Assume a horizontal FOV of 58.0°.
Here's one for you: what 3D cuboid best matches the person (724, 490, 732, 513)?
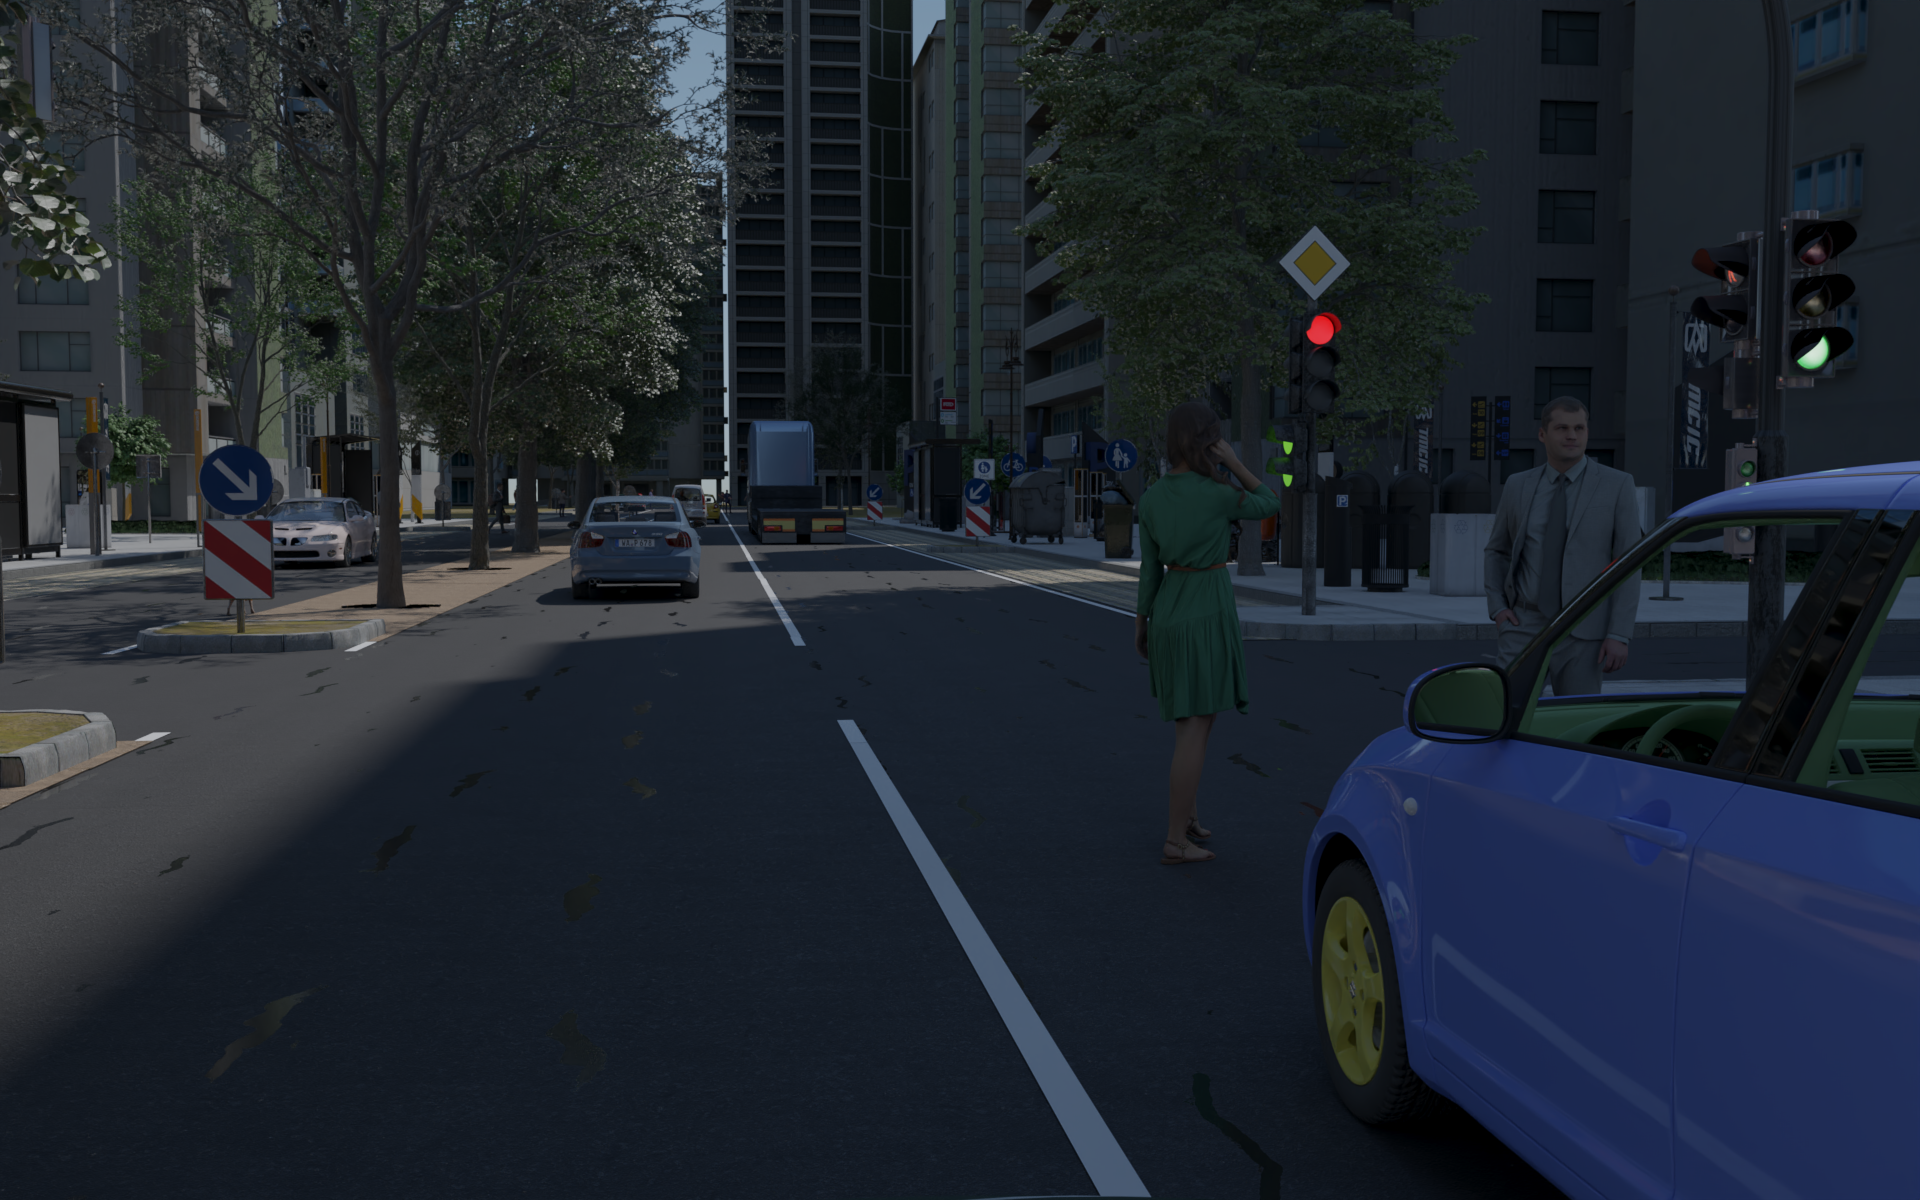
[{"bbox_3d":[-17.076,-7.277,127.928,0.568,1.767,0.683,3,5,44],"label":"person"}]

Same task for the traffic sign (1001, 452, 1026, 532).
[{"bbox_3d":[1.623,-3.237,53.024,0.768,2.556,0.104,0,4,-4],"label":"traffic sign"}]

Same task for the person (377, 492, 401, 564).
[{"bbox_3d":[-11.660,-1.637,35.439,0.511,1.800,0.466,2,4,24],"label":"person"}]

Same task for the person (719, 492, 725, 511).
[{"bbox_3d":[-20.176,-8.366,146.760,0.593,1.643,0.415,-1,4,-14],"label":"person"}]

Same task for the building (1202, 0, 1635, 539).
[{"bbox_3d":[15.033,-17.380,55.865,14.160,30.474,14.107,-1,4,-8],"label":"building"}]

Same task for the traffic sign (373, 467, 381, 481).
[{"bbox_3d":[-23.275,-4.281,69.993,0.884,2.594,0.081,0,4,-1],"label":"traffic sign"}]

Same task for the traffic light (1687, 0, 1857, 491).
[{"bbox_3d":[2.751,-2.155,9.901,4.771,5.953,1.251,-1,4,-8],"label":"traffic light"}]

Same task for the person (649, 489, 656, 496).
[{"bbox_3d":[-27.474,-8.955,154.777,0.599,1.838,0.709,-1,4,-10],"label":"person"}]

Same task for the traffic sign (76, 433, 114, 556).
[{"bbox_3d":[-17.916,-2.189,35.890,0.768,2.556,0.104,0,4,-4],"label":"traffic sign"}]

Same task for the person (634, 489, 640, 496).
[{"bbox_3d":[-21.980,-6.633,117.043,1.348,1.812,0.705,0,4,-6],"label":"person"}]

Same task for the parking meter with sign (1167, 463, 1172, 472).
[{"bbox_3d":[5.355,-2.851,42.879,0.543,3.016,1.738,0,4,-5],"label":"parking meter with sign"}]

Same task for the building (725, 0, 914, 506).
[{"bbox_3d":[-15.563,-46.140,192.642,20.611,71.187,20.563,-1,4,-8],"label":"building"}]

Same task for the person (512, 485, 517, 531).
[{"bbox_3d":[-17.131,-3.595,67.257,0.573,1.828,0.580,-3,4,-36],"label":"person"}]

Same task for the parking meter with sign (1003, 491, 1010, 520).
[{"bbox_3d":[2.223,-5.395,84.469,1.738,3.016,0.543,0,4,0],"label":"parking meter with sign"}]

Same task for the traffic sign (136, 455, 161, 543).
[{"bbox_3d":[-21.084,-2.624,45.030,0.606,2.300,0.079,0,4,-8],"label":"traffic sign"}]

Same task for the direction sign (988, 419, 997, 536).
[{"bbox_3d":[0.931,-3.712,52.682,0.379,3.537,0.876,0,4,8],"label":"direction sign"}]

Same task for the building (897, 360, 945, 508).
[{"bbox_3d":[7.305,-50.974,146.100,22.319,86.520,31.000,-1,4,-8],"label":"building"}]

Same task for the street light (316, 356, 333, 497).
[{"bbox_3d":[-21.282,-5.233,58.347,0.468,5.910,1.993,-1,4,-8],"label":"street light"}]

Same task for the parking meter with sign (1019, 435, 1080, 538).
[{"bbox_3d":[2.611,-3.347,50.988,1.738,3.016,0.543,-1,4,-16],"label":"parking meter with sign"}]

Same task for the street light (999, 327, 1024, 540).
[{"bbox_3d":[1.431,-4.615,48.251,0.468,5.910,1.993,-1,4,-8],"label":"street light"}]

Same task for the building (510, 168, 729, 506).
[{"bbox_3d":[-38.551,-30.882,196.798,23.993,40.220,32.217,-1,4,-8],"label":"building"}]

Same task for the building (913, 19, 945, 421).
[{"bbox_3d":[8.221,-37.400,200.723,27.495,52.752,28.713,-1,4,-8],"label":"building"}]

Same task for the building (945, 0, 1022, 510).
[{"bbox_3d":[5.707,-26.932,123.938,14.154,41.232,14.086,-1,4,-8],"label":"building"}]

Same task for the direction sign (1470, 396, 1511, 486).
[{"bbox_3d":[12.257,-2.942,40.096,0.876,3.537,0.379,1,4,16],"label":"direction sign"}]

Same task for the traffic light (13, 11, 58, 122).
[{"bbox_3d":[-11.004,-2.538,16.166,4.771,5.953,1.251,-1,4,-8],"label":"traffic light"}]

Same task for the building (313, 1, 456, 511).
[{"bbox_3d":[-55.562,-33.635,139.166,27.495,52.752,28.713,-1,4,-8],"label":"building"}]

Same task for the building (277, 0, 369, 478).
[{"bbox_3d":[-47.705,-48.194,100.642,22.319,86.520,31.000,-1,4,-8],"label":"building"}]

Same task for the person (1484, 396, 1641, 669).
[{"bbox_3d":[2.351,0.107,6.846,0.635,1.810,0.391,2,4,27],"label":"person"}]

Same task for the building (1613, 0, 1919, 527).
[{"bbox_3d":[27.625,-25.408,39.123,21.600,48.544,21.300,-1,4,-8],"label":"building"}]

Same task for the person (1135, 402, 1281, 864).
[{"bbox_3d":[0.912,0.114,6.879,0.600,1.795,0.529,2,4,35],"label":"person"}]

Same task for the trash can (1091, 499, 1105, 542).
[{"bbox_3d":[3.933,-2.162,47.008,0.748,1.137,0.748,0,3,0],"label":"trash can"}]

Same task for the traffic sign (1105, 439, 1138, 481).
[{"bbox_3d":[3.728,-2.451,40.183,0.768,2.556,0.104,0,4,-5],"label":"traffic sign"}]

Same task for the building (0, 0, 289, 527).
[{"bbox_3d":[-37.171,-23.729,71.561,14.154,41.232,14.086,-1,4,-8],"label":"building"}]

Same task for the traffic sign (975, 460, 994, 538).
[{"bbox_3d":[0.706,-2.970,50.690,0.606,2.300,0.079,0,4,-5],"label":"traffic sign"}]

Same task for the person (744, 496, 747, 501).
[{"bbox_3d":[-15.397,-7.253,127.802,1.217,1.743,0.721,-3,4,-37],"label":"person"}]

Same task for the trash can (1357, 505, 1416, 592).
[{"bbox_3d":[5.595,-0.680,22.772,0.748,1.137,0.748,0,3,0],"label":"trash can"}]

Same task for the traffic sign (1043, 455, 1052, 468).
[{"bbox_3d":[2.601,-3.431,56.207,0.768,2.556,0.104,0,4,-7],"label":"traffic sign"}]

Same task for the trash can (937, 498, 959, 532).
[{"bbox_3d":[-0.401,-2.897,59.022,0.748,1.137,0.748,0,3,0],"label":"trash can"}]

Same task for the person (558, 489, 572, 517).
[{"bbox_3d":[-24.545,-6.029,107.608,0.750,1.759,0.617,-3,5,-42],"label":"person"}]

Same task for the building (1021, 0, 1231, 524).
[{"bbox_3d":[15.357,-28.170,84.281,21.300,48.544,21.600,-1,4,-8],"label":"building"}]

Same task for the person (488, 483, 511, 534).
[{"bbox_3d":[-16.708,-3.313,62.632,0.822,1.834,0.622,0,4,-6],"label":"person"}]

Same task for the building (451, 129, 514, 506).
[{"bbox_3d":[-60.218,-34.455,187.037,21.600,48.544,21.300,-1,4,-8],"label":"building"}]

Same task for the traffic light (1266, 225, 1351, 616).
[{"bbox_3d":[3.677,-1.793,18.242,0.839,4.253,0.868,-1,4,-8],"label":"traffic light"}]

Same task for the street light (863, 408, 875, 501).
[{"bbox_3d":[-4.811,-7.268,91.624,0.468,5.910,1.993,-1,4,-8],"label":"street light"}]
